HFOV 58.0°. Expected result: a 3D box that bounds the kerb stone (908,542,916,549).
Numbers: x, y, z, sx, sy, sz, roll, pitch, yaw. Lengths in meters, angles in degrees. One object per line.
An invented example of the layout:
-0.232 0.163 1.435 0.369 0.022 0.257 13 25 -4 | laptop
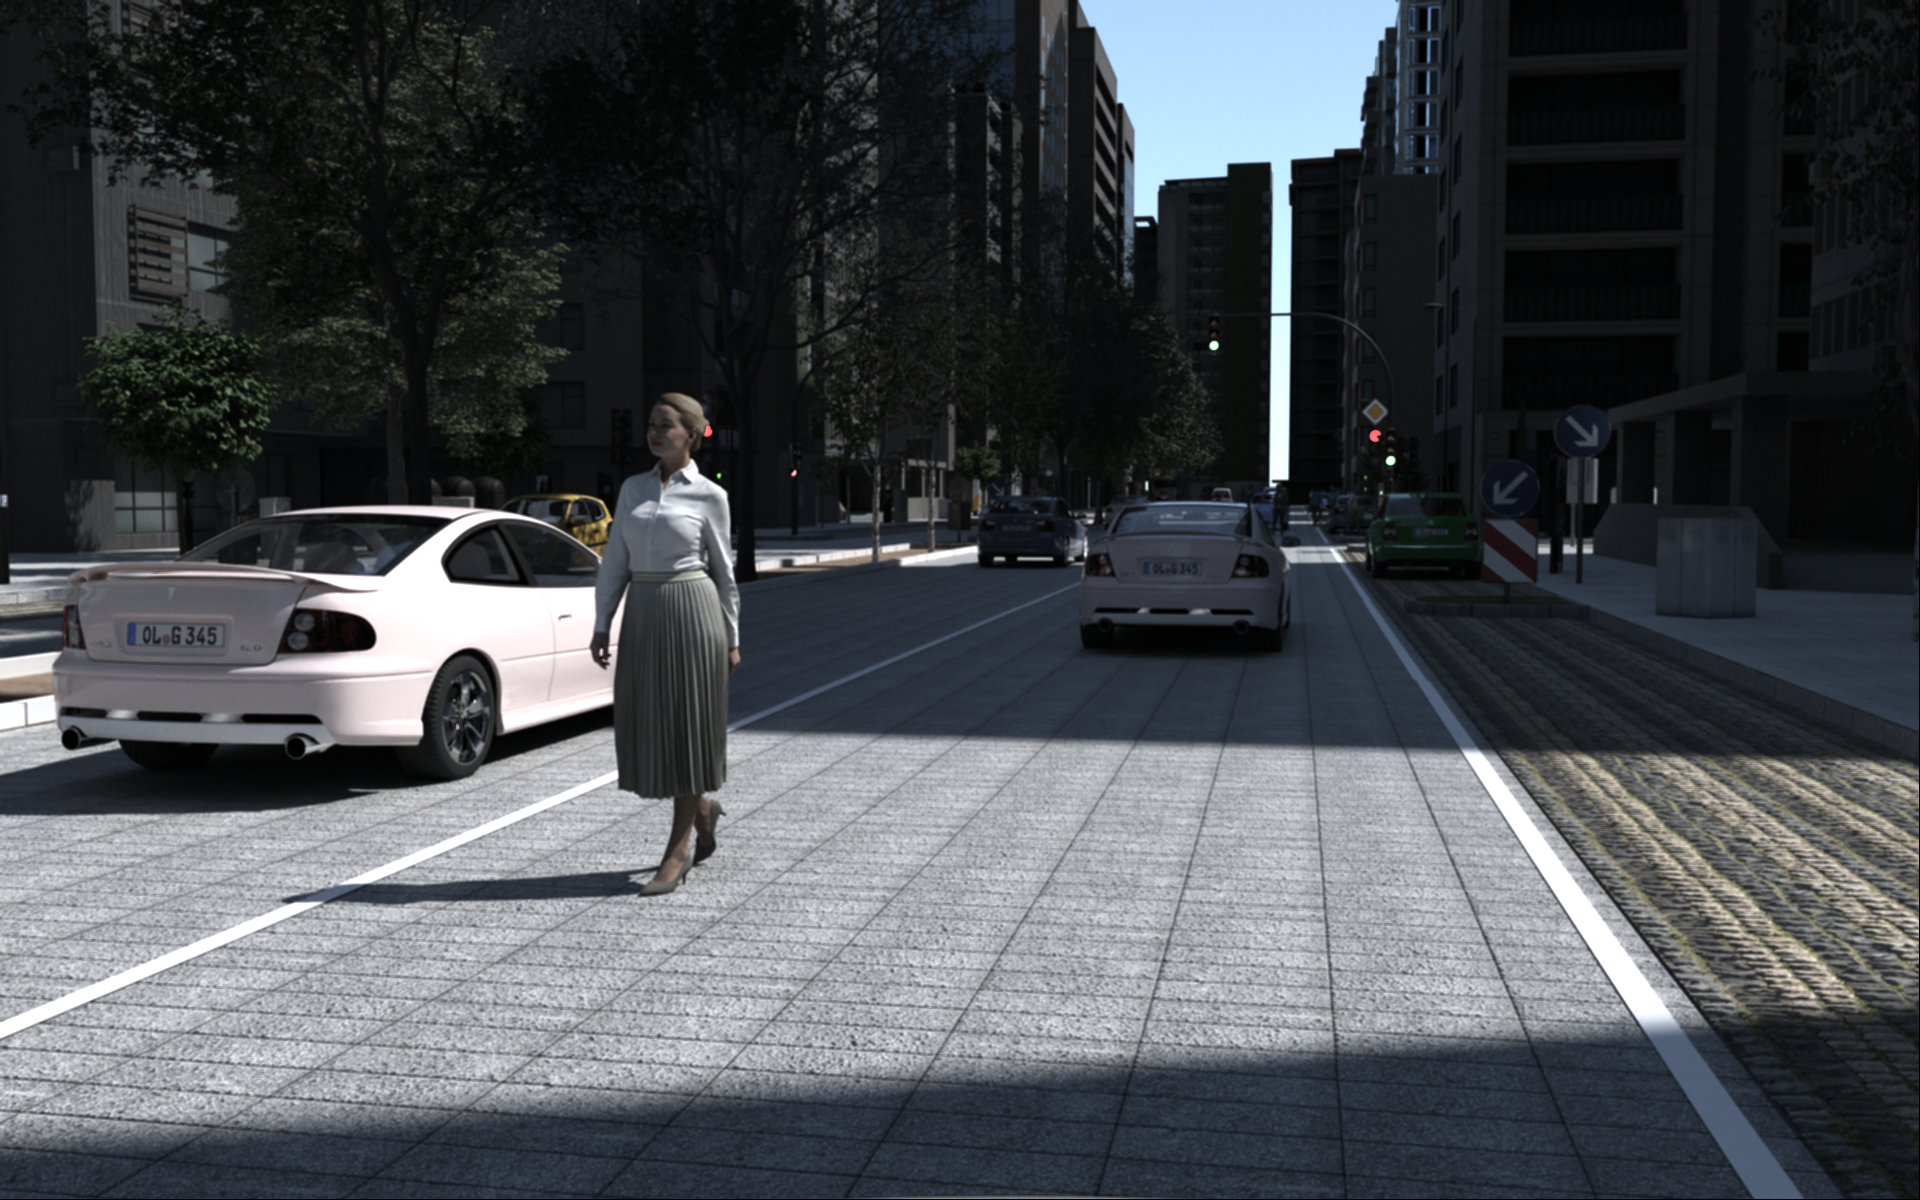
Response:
-1.364 -1.381 44.777 0.120 0.150 1.000 1 4 11 | kerb stone

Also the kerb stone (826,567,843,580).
-2.217 -0.430 29.296 0.120 0.150 1.000 1 4 11 | kerb stone

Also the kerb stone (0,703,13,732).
-5.899 0.736 10.163 0.120 0.150 1.000 1 4 11 | kerb stone

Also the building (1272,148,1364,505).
54.009 -34.379 216.722 28.867 44.769 22.147 1 4 11 | building

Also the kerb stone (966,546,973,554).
0.108 -1.172 41.355 0.120 0.150 1.000 1 4 11 | kerb stone

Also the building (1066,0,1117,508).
4.167 -33.771 175.862 21.300 48.544 21.600 1 4 11 | building

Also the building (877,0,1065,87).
0.462 -29.742 136.390 14.600 45.320 14.200 1 4 11 | building

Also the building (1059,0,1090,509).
0.981 -43.766 153.825 20.563 71.187 20.611 1 4 11 | building

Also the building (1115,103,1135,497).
11.922 -33.396 196.128 14.200 45.320 14.600 1 4 11 | building

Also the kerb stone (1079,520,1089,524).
5.925 -3.693 82.569 0.120 0.150 1.000 1 4 11 | kerb stone

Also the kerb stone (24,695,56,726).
-5.711 0.674 11.173 0.120 0.150 1.000 1 4 11 | kerb stone

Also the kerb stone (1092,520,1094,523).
6.307 -3.815 84.590 0.120 0.150 1.000 1 4 11 | kerb stone

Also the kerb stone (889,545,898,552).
-1.757 -1.258 42.764 0.120 0.150 1.000 1 4 11 | kerb stone

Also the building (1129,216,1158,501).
14.868 -32.874 229.373 23.993 40.220 32.217 1 4 11 | building

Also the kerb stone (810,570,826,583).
-2.421 -0.373 28.288 0.120 0.150 1.000 1 4 11 | kerb stone

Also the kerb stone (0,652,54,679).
-7.383 0.527 13.571 0.120 0.150 1.000 1 4 11 | kerb stone

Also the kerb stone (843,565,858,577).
-2.012 -0.496 30.304 0.120 0.150 1.000 1 4 11 | kerb stone

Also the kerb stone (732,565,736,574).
-4.086 -0.518 30.697 0.120 0.150 1.000 1 4 11 | kerb stone

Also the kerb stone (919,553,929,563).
-0.858 -0.865 36.335 0.120 0.150 1.000 1 4 11 | kerb stone

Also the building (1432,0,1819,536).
27.734 -37.914 58.151 20.611 71.187 20.563 1 4 11 | building

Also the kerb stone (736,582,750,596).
-3.188 -0.127 24.268 0.120 0.150 1.000 1 4 11 | kerb stone

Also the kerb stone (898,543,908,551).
-1.555 -1.317 43.773 0.120 0.150 1.000 1 4 11 | kerb stone

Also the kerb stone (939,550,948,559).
-0.470 -0.988 38.344 0.120 0.150 1.000 1 4 11 | kerb stone

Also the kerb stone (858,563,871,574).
-1.829 -0.558 31.312 0.120 0.150 1.000 1 4 11 | kerb stone

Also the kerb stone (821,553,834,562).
-2.921 -0.890 36.739 0.120 0.150 1.000 1 4 11 | kerb stone

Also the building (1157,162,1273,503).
31.902 -32.632 217.132 14.086 41.232 14.154 1 4 11 | building

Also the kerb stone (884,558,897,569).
-1.434 -0.669 33.318 0.120 0.150 1.000 1 4 11 | kerb stone

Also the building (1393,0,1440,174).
46.488 -51.115 148.407 22.319 86.520 31.000 1 4 11 | building

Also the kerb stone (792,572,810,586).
-2.599 -0.311 27.281 0.120 0.150 1.000 1 4 11 | kerb stone

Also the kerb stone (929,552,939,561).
-0.658 -0.926 37.339 0.120 0.150 1.000 1 4 11 | kerb stone

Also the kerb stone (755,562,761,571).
-3.893 -0.578 31.706 0.120 0.150 1.000 1 4 11 | kerb stone

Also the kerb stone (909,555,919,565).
-1.052 -0.797 35.326 0.120 0.150 1.000 1 4 11 | kerb stone

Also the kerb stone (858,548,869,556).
-2.334 -1.074 39.753 0.120 0.150 1.000 1 4 11 | kerb stone

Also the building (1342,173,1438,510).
37.968 -15.950 105.822 27.650 21.520 28.899 1 4 11 | building

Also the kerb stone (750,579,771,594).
-2.994 -0.188 25.273 0.120 0.150 1.000 1 4 11 | kerb stone

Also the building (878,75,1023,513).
-3.556 -21.490 123.069 14.160 30.474 14.107 1 4 11 | building

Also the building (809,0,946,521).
-17.615 -24.405 90.905 32.217 40.220 23.993 1 4 11 | building

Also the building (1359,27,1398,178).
53.042 -34.276 180.018 23.786 49.044 30.456 1 4 11 | building

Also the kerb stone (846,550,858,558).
-2.530 -1.009 38.750 0.120 0.150 1.000 1 4 11 | kerb stone

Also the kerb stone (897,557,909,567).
-1.236 -0.742 34.320 0.120 0.150 1.000 1 4 11 | kerb stone

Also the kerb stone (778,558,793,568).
-3.504 -0.704 33.719 0.120 0.150 1.000 1 4 11 | kerb stone

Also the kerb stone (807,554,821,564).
-3.114 -0.828 35.735 0.120 0.150 1.000 1 4 11 | kerb stone

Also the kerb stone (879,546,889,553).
-1.947 -1.197 41.760 0.120 0.150 1.000 1 4 11 | kerb stone

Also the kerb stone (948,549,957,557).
-0.280 -1.046 39.348 0.120 0.150 1.000 1 4 11 | kerb stone

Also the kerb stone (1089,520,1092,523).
6.121 -3.755 83.583 0.120 0.150 1.000 1 4 11 | kerb stone

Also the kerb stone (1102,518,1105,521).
7.862 -4.309 92.643 0.120 0.150 1.000 1 4 11 | kerb stone

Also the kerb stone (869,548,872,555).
-2.137 -1.133 40.756 0.120 0.150 1.000 1 4 11 | kerb stone

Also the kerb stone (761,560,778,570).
-3.695 -0.643 32.715 0.120 0.150 1.000 1 4 11 | kerb stone

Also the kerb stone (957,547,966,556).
-0.082 -1.110 40.351 0.120 0.150 1.000 1 4 11 | kerb stone

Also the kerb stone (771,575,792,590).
-2.795 -0.248 26.276 0.120 0.150 1.000 1 4 11 | kerb stone

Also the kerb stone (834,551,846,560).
-2.727 -0.951 37.747 0.120 0.150 1.000 1 4 11 | kerb stone

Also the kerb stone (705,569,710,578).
-4.282 -0.458 29.686 0.120 0.150 1.000 1 4 11 | kerb stone

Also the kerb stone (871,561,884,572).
-1.637 -0.619 32.316 0.120 0.150 1.000 1 4 11 | kerb stone

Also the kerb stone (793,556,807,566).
-3.308 -0.761 34.731 0.120 0.150 1.000 1 4 11 | kerb stone

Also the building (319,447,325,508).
-28.328 -25.393 65.294 14.200 45.320 14.600 1 4 11 | building
